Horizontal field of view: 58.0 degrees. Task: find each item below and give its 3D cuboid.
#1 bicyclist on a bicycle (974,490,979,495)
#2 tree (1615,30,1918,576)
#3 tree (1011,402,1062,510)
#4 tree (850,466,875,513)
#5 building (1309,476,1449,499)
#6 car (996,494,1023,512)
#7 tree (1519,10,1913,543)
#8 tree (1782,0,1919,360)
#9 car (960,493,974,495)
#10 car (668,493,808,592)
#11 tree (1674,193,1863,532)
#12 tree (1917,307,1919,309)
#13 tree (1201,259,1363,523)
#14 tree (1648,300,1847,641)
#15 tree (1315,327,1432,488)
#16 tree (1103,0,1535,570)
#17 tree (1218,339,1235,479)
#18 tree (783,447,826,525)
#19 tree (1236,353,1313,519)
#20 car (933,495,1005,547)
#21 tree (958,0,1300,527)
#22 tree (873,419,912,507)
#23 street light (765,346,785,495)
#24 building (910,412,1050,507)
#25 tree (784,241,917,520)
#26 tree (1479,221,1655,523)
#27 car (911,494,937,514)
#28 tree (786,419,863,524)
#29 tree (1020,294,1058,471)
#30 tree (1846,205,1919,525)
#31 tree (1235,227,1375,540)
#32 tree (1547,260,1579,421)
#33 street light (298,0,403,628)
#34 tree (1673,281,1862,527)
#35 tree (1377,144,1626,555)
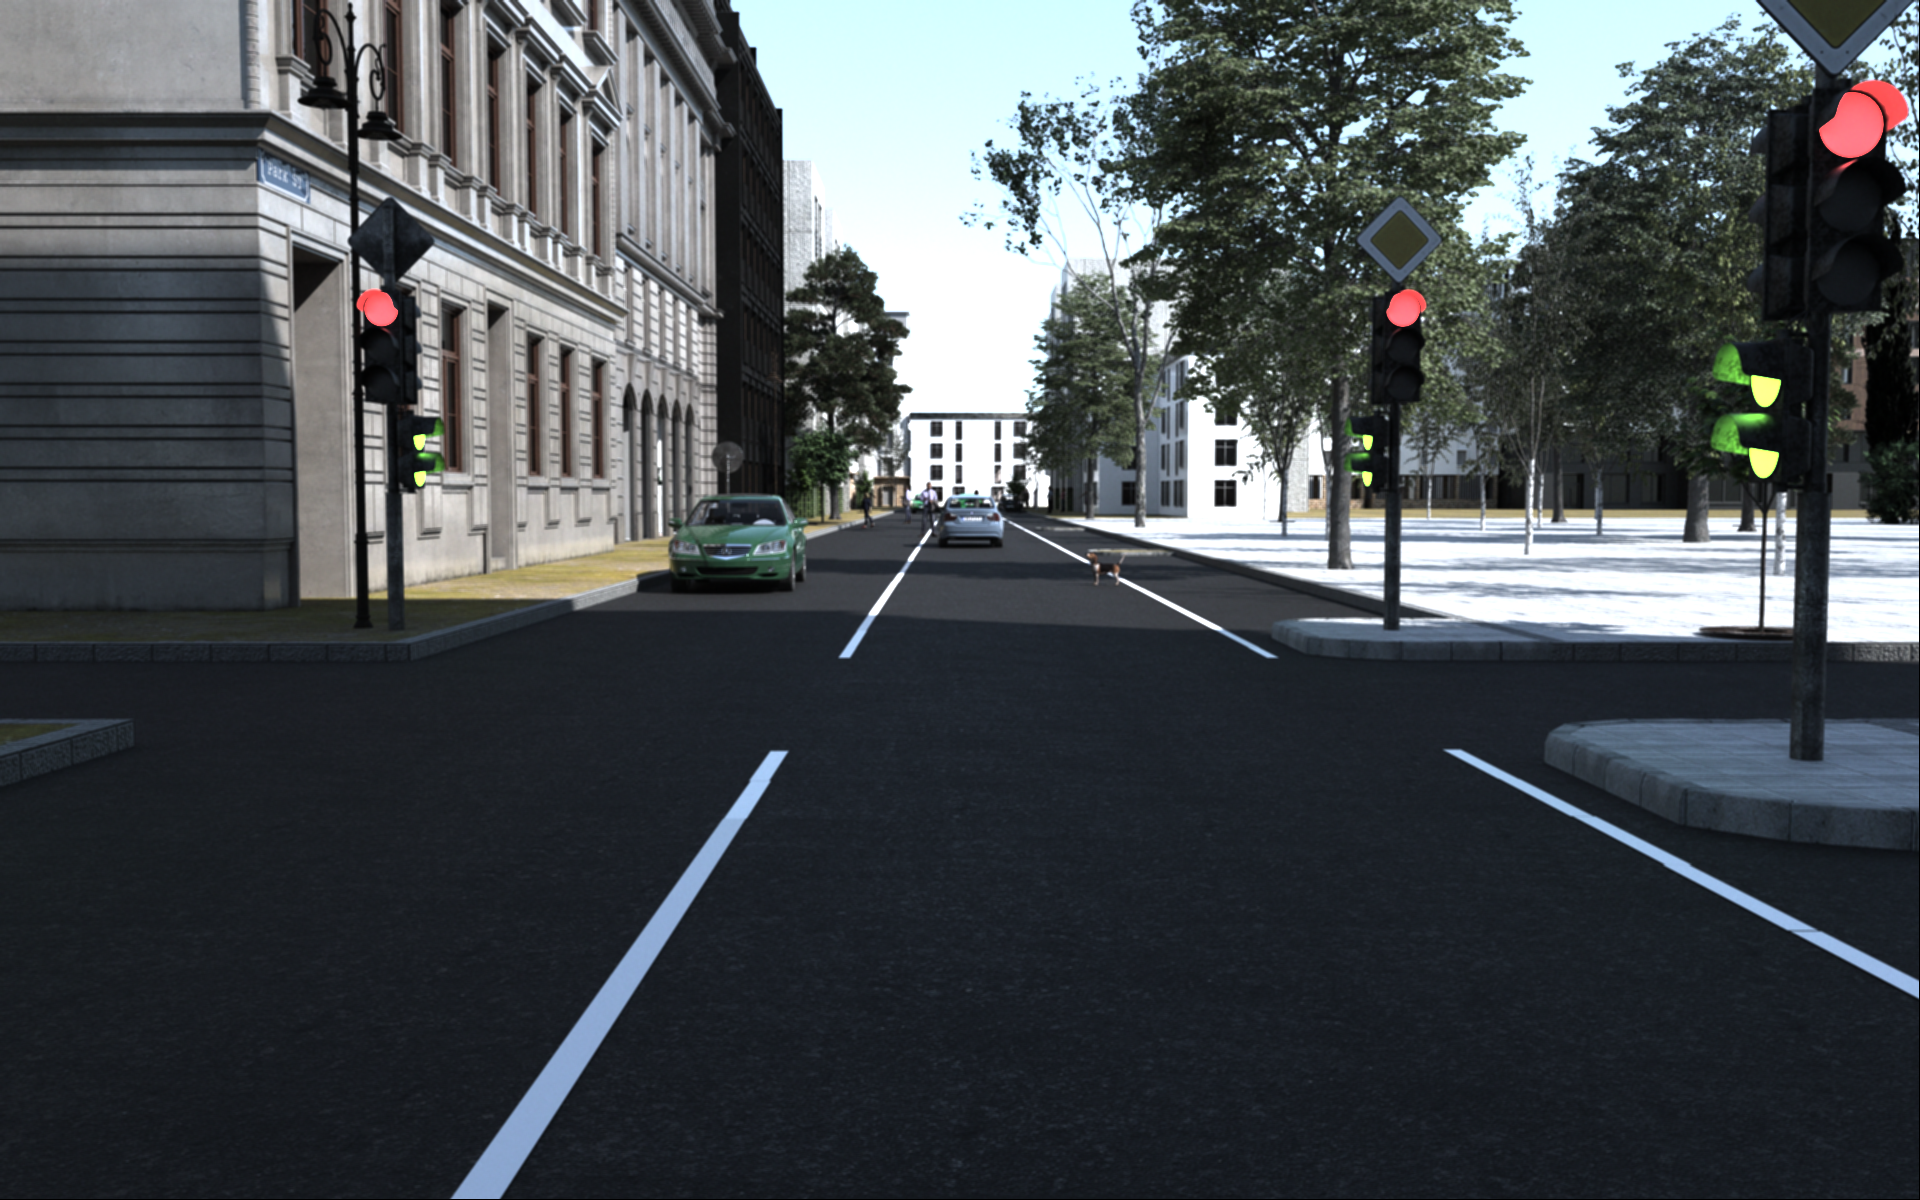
[{"bbox_3d":[0.706,-3.952,74.638,1.499,1.676,1.625,0,4,-1],"label":"bicyclist on a bicycle"},{"bbox_3d":[12.884,-4.706,27.311,4.737,8.622,4.395,0,3,0],"label":"tree"},{"bbox_3d":[5.994,-11.311,135.296,4.360,8.622,3.978,0,3,0],"label":"tree"},{"bbox_3d":[-6.535,-7.631,119.376,1.663,3.219,1.824,0,3,0],"label":"tree"},{"bbox_3d":[37.060,-14.679,182.144,28.070,9.664,9.099,0,4,0],"label":"building"},{"bbox_3d":[3.577,-7.049,125.044,2.009,1.686,4.222,0,4,1],"label":"car"},{"bbox_3d":[19.537,-8.506,45.736,9.857,13.997,8.962,0,3,0],"label":"tree"},{"bbox_3d":[11.725,-4.273,20.221,4.360,8.622,3.978,0,3,0],"label":"tree"},{"bbox_3d":[0.647,-6.387,113.221,1.959,1.807,4.718,0,4,2],"label":"car"},{"bbox_3d":[-3.397,-0.929,26.994,2.131,1.459,4.920,0,4,-2],"label":"car"},{"bbox_3d":[26.933,-8.370,58.909,6.751,12.117,7.091,0,3,0],"label":"tree"},{"bbox_3d":[30.365,-8.476,46.000,7.806,13.903,7.818,0,3,0],"label":"tree"},{"bbox_3d":[14.491,-9.309,77.956,9.928,11.665,9.643,0,3,0],"label":"tree"},{"bbox_3d":[7.353,-1.285,15.605,1.663,3.219,1.824,0,3,0],"label":"tree"},{"bbox_3d":[17.057,-7.233,68.618,4.737,8.622,4.395,0,3,0],"label":"tree"},{"bbox_3d":[6.114,-6.788,29.104,7.486,12.596,7.792,0,3,0],"label":"tree"},{"bbox_3d":[9.847,-6.248,52.510,4.360,8.622,3.978,0,3,0],"label":"tree"},{"bbox_3d":[-6.585,-4.732,71.972,1.663,3.219,1.824,0,3,0],"label":"tree"},{"bbox_3d":[15.718,-8.407,87.813,4.737,8.622,4.395,0,3,0],"label":"tree"},{"bbox_3d":[0.266,-2.193,47.856,2.014,1.417,4.499,0,4,-1],"label":"car"},{"bbox_3d":[6.334,-12.788,64.971,12.611,20.169,13.585,0,3,0],"label":"tree"},{"bbox_3d":[-6.436,-13.384,169.198,4.360,8.622,3.978,0,3,0],"label":"tree"},{"bbox_3d":[-5.779,-4.981,54.222,0.468,5.910,1.993,0,4,0],"label":"street light"},{"bbox_3d":[8.858,-14.689,182.317,28.070,9.664,9.099,0,4,0],"label":"building"},{"bbox_3d":[-6.552,-10.967,86.739,7.806,13.903,7.818,0,3,0],"label":"tree"},{"bbox_3d":[27.043,-10.430,77.948,7.806,13.903,7.818,0,3,0],"label":"tree"},{"bbox_3d":[-2.656,-7.310,128.310,1.959,1.807,4.718,0,4,1],"label":"car"},{"bbox_3d":[-5.944,-5.634,75.832,4.285,4.588,4.351,0,3,0],"label":"tree"},{"bbox_3d":[7.098,-10.415,88.409,7.486,12.596,7.792,0,3,0],"label":"tree"},{"bbox_3d":[47.284,-10.627,75.575,18.604,14.587,13.155,0,4,-5],"label":"tree"},{"bbox_3d":[10.250,-5.937,47.440,4.360,8.622,3.978,0,3,0],"label":"tree"},{"bbox_3d":[19.967,-6.308,53.497,4.737,8.622,4.395,0,3,0],"label":"tree"},{"bbox_3d":[-5.734,-2.671,16.465,0.468,5.910,1.993,0,4,0],"label":"street light"},{"bbox_3d":[31.216,-8.717,68.276,9.928,11.665,9.643,0,3,0],"label":"tree"},{"bbox_3d":[11.922,-5.279,36.670,4.360,8.622,3.978,0,3,0],"label":"tree"}]
